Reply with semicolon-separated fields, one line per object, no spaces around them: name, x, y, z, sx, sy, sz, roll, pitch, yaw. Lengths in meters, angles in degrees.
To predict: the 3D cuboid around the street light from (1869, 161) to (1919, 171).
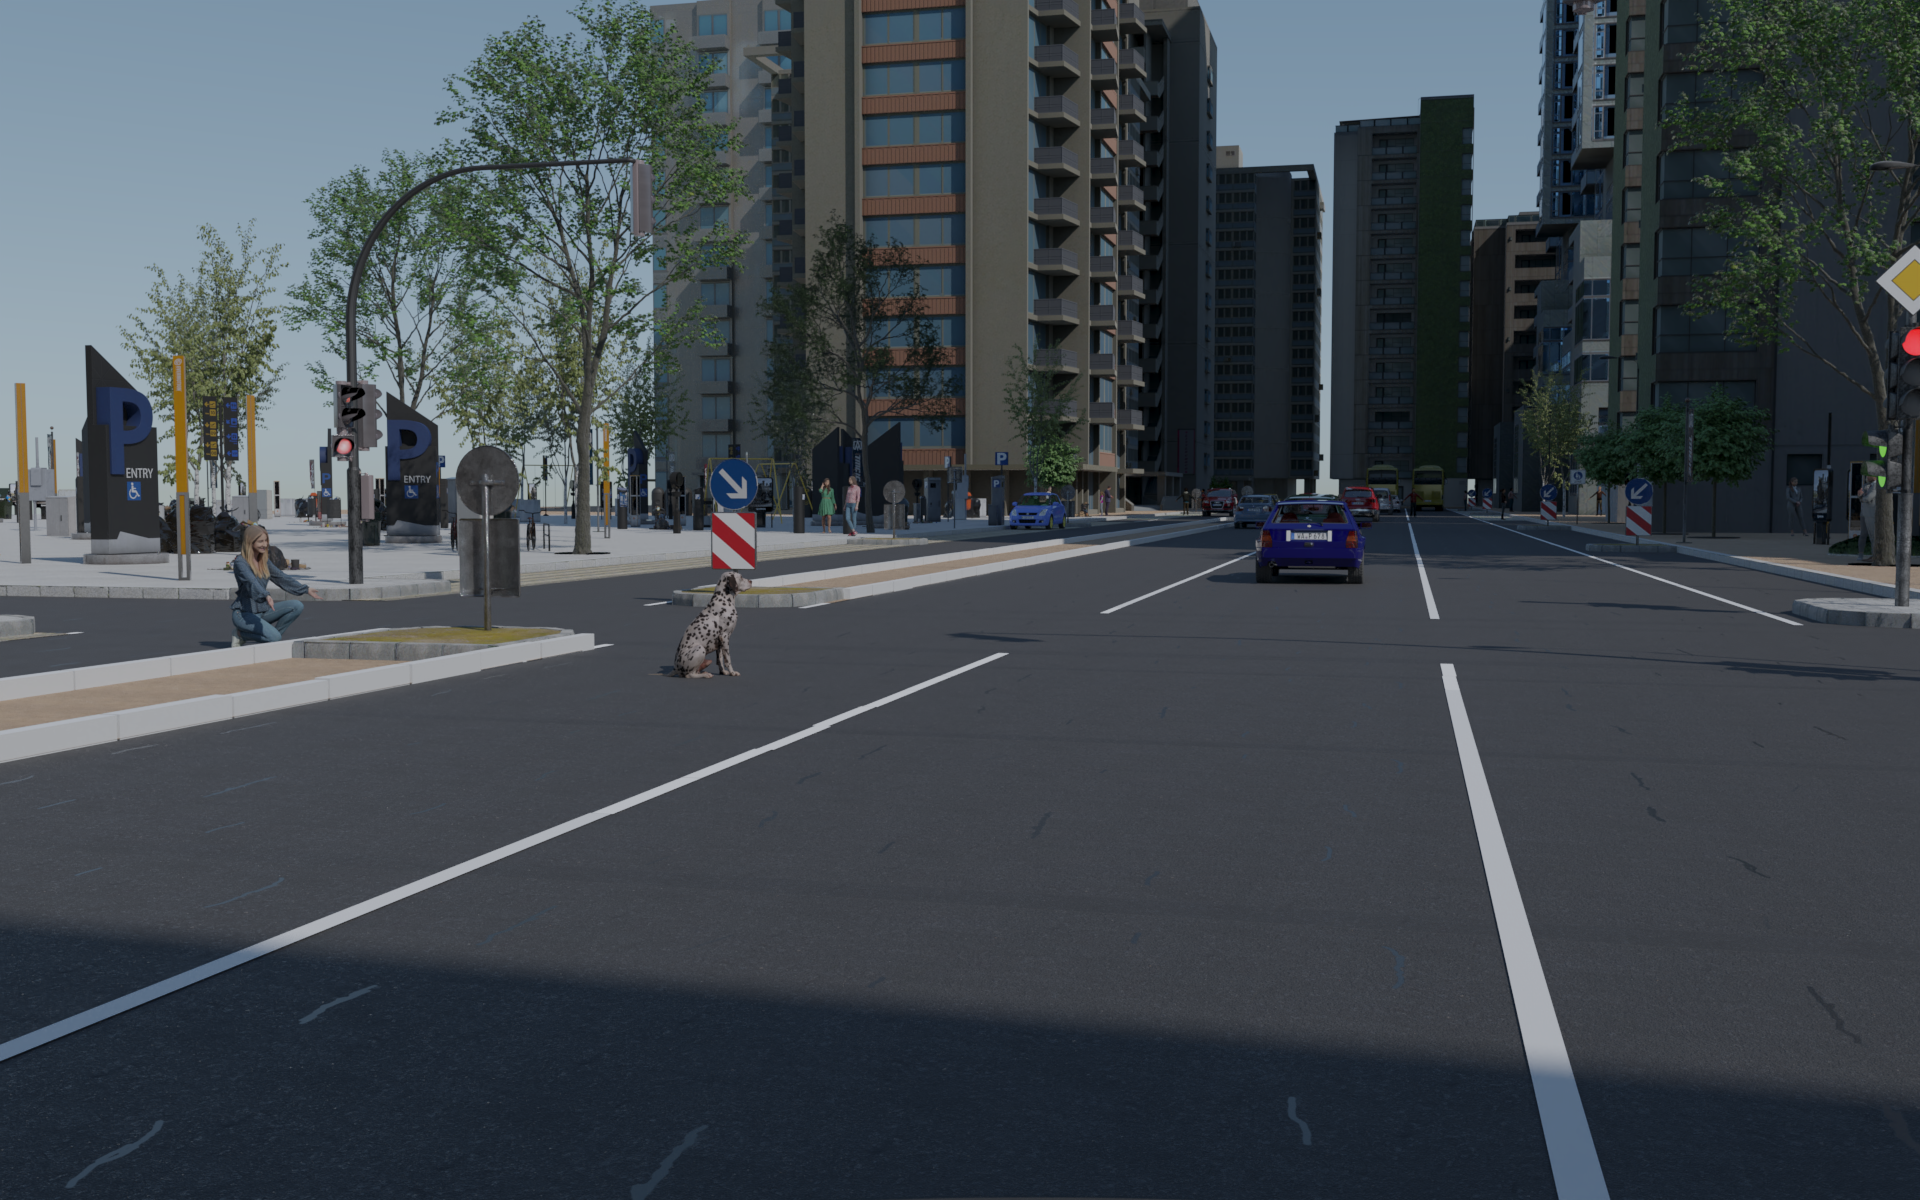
street light;13.388;-3.160;24.208;1.470;5.913;1.316;1;4;14

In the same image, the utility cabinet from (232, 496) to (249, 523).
utility cabinet;-30.472;-3.823;73.669;1.020;1.237;0.306;2;4;23

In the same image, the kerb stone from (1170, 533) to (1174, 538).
kerb stone;6.692;-2.051;55.778;0.120;0.150;1.000;1;4;14

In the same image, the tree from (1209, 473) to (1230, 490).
tree;23.090;-9.981;157.784;1.663;3.219;1.824;0;3;0

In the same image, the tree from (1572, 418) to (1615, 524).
tree;22.399;-4.368;55.133;4.285;4.588;4.351;0;3;0

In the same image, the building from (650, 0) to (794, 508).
building;-13.758;-33.548;168.112;30.456;49.044;23.786;1;4;14

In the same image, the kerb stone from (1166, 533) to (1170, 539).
kerb stone;6.435;-1.993;54.785;0.120;0.150;1.000;1;4;14

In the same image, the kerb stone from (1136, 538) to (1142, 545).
kerb stone;4.916;-1.628;48.814;0.120;0.150;1.000;1;4;14

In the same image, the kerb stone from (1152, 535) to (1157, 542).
kerb stone;5.686;-1.811;51.810;0.120;0.150;1.000;1;4;14

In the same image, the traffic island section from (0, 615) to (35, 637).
traffic island section;-10.611;0.324;16.986;2.009;0.180;2.903;1;4;14

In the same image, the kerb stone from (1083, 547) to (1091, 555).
kerb stone;2.889;-1.142;40.875;0.120;0.150;1.000;1;4;14

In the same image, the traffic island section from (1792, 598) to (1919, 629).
traffic island section;10.783;0.153;19.786;2.009;0.180;2.903;1;4;14

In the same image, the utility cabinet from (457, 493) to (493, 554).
utility cabinet;-10.021;-1.661;35.834;0.318;1.500;1.173;-3;4;-38

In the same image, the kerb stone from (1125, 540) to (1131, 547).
kerb stone;4.411;-1.503;46.826;0.120;0.150;1.000;1;4;14

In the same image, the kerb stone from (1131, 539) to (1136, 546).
kerb stone;4.663;-1.567;47.816;0.120;0.150;1.000;1;4;14

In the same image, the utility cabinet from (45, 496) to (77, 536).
utility cabinet;-27.439;-2.550;52.855;1.020;1.237;0.306;2;4;26

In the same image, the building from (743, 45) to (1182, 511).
building;1.564;-27.508;141.629;32.217;40.220;23.993;1;4;14

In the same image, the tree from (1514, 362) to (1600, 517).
tree;33.233;-8.866;95.328;4.737;8.622;4.395;0;3;0

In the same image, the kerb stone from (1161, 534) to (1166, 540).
kerb stone;6.184;-1.933;53.794;0.120;0.150;1.000;1;4;14

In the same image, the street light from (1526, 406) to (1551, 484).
street light;30.569;-7.277;91.521;1.470;5.913;1.316;1;4;14

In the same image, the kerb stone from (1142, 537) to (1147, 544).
kerb stone;5.172;-1.689;49.814;0.120;0.150;1.000;1;4;14

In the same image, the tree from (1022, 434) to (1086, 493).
tree;4.900;-6.527;90.434;4.285;4.588;4.351;0;3;0

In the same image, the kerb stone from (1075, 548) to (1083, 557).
kerb stone;2.637;-1.082;39.884;0.120;0.150;1.000;1;4;14

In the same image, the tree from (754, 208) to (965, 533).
tree;-3.301;-7.505;57.114;7.601;10.594;8.767;0;4;4

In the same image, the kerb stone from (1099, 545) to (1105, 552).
kerb stone;3.395;-1.264;42.856;0.120;0.150;1.000;1;4;14

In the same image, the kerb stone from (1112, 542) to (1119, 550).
kerb stone;3.906;-1.385;44.843;0.120;0.150;1.000;1;4;14

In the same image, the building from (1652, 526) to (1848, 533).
building;31.592;-17.744;61.811;14.160;30.474;14.107;1;4;14

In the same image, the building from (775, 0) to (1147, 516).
building;0.237;-28.133;114.605;22.147;44.769;28.867;1;4;14

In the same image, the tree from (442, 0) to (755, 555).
tree;-7.888;-6.771;36.465;9.928;11.665;9.643;0;3;0

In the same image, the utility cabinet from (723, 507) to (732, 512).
utility cabinet;-12.915;-5.311;98.000;1.020;1.237;0.306;2;4;34

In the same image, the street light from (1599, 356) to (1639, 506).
street light;22.132;-5.235;58.139;1.470;5.913;1.316;1;4;14

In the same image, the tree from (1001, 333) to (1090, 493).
tree;3.691;-7.941;80.196;4.737;8.622;4.395;0;3;0

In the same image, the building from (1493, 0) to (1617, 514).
building;57.871;-50.910;145.050;22.319;86.520;31.000;1;4;14

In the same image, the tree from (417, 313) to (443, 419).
tree;-16.533;-6.676;59.514;4.737;8.622;4.395;0;3;0

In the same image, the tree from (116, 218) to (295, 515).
tree;-19.664;-5.847;45.956;4.737;8.622;4.395;0;3;0

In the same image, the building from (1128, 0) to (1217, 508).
building;12.439;-33.012;163.447;21.600;48.544;21.300;1;4;14

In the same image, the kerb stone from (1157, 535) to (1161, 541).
kerb stone;5.935;-1.872;52.802;0.120;0.150;1.000;1;4;14

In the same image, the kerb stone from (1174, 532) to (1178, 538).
kerb stone;6.949;-2.112;56.777;0.120;0.150;1.000;1;4;14

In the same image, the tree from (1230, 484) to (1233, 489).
tree;25.860;-10.613;168.116;1.663;3.219;1.824;0;3;0

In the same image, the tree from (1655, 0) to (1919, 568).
tree;16.437;-6.415;30.645;9.928;11.665;9.643;0;3;0

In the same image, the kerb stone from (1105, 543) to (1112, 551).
kerb stone;3.651;-1.316;43.846;0.120;0.150;1.000;1;4;14

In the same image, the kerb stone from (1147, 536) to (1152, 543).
kerb stone;5.431;-1.749;50.816;0.120;0.150;1.000;1;4;14

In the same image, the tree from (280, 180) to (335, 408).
tree;-16.754;-7.732;52.173;9.928;11.665;9.643;0;3;0

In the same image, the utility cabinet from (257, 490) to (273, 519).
utility cabinet;-35.603;-4.887;88.586;1.173;1.500;0.318;3;5;40

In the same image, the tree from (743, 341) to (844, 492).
tree;-8.023;-8.070;82.314;4.360;8.622;3.978;0;3;0

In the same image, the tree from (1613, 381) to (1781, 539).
tree;22.050;-4.074;50.327;4.285;4.588;4.351;0;3;0

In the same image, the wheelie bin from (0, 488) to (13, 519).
wheelie bin;-48.923;-4.933;88.563;0.980;1.594;0.693;0;4;5

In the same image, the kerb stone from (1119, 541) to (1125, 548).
kerb stone;4.155;-1.443;45.836;0.120;0.150;1.000;1;4;14

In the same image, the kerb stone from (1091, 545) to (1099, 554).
kerb stone;3.143;-1.203;41.865;0.120;0.150;1.000;1;4;14

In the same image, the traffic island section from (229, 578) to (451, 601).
traffic island section;-8.638;-0.149;24.724;2.009;0.180;2.903;1;4;14

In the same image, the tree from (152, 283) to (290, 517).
tree;-26.352;-6.801;61.551;4.360;8.622;3.978;0;3;0

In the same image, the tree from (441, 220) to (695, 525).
tree;-10.380;-5.865;46.255;4.737;8.622;4.395;0;3;0

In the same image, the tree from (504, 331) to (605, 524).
tree;-17.284;-7.612;74.816;4.360;8.622;3.978;0;3;0
